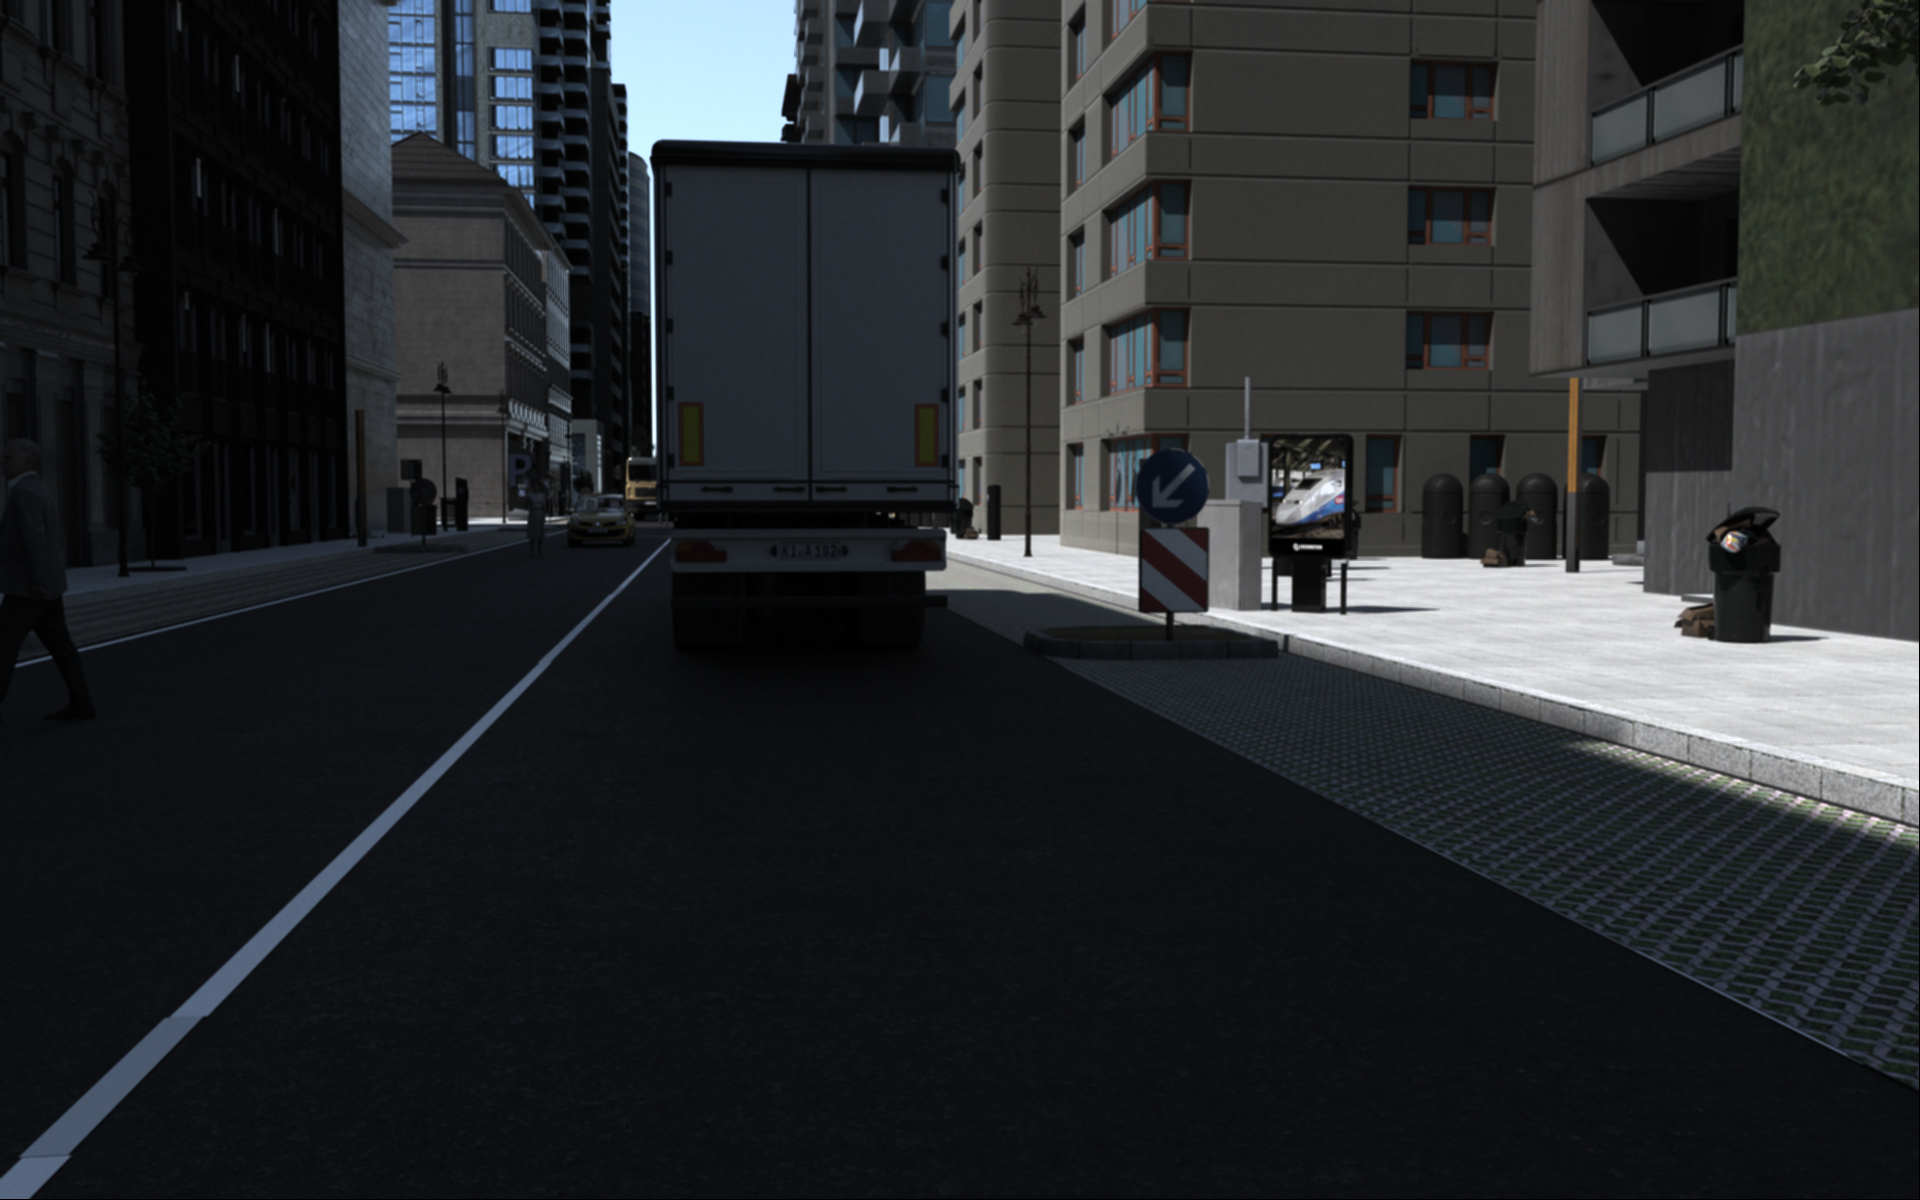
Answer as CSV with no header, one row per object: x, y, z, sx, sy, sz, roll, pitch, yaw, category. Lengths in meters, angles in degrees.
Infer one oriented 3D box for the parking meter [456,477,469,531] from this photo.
-17.289,-3.331,60.179,0.399,1.863,0.255,0,4,-6,parking meter

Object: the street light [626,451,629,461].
-35.169,-12.905,183.791,0.468,5.910,1.993,0,4,-8,street light

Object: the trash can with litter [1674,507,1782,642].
6.706,-0.237,15.269,0.624,1.170,1.055,-1,4,-13,trash can with litter

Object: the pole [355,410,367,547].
-14.554,-2.951,42.088,0.158,3.312,0.155,0,3,0,pole

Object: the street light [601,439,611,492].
-29.274,-10.382,142.531,0.468,5.910,1.993,0,4,-8,street light

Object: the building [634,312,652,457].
-55.266,-30.424,269.138,14.160,30.474,14.107,0,4,-8,building

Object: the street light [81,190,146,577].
-13.010,-3.302,26.770,0.468,5.910,1.993,0,4,-8,street light

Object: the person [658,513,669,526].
-13.178,-4.182,77.053,0.661,1.801,0.590,-2,4,-27,person

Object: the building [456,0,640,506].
-56.659,-56.992,244.498,22.319,86.520,31.000,0,4,-8,building

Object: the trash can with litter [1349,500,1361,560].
7.290,-1.374,33.845,1.055,1.170,0.624,2,4,33,trash can with litter

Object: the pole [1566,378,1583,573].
10.016,-2.102,28.217,0.158,3.312,0.155,0,3,0,pole

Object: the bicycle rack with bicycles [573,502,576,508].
-31.589,-7.784,140.652,2.852,0.926,2.925,1,4,14,bicycle rack with bicycles

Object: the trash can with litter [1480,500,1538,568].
9.655,-1.169,30.500,1.055,1.170,0.624,-3,5,-44,trash can with litter

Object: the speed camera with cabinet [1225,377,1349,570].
5.575,-2.151,29.509,2.038,3.252,0.660,0,4,4,speed camera with cabinet

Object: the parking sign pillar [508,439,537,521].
-21.154,-5.827,83.741,1.447,3.967,1.447,0,4,-3,parking sign pillar

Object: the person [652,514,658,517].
-19.093,-5.765,107.780,0.505,1.210,0.382,-2,4,-30,person

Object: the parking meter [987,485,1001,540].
0.949,-2.429,48.122,0.372,1.533,0.369,0,3,0,parking meter

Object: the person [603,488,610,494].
-23.159,-6.406,113.148,0.836,1.842,0.656,3,4,38,person

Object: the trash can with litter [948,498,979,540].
0.245,-2.315,49.236,0.624,1.170,1.055,-2,4,-26,trash can with litter

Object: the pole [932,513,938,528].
-0.858,-4.036,59.839,0.158,3.312,0.155,0,3,0,pole

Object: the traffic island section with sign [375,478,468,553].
-13.221,-2.080,42.637,1.989,1.847,2.006,0,4,-8,traffic island section with sign

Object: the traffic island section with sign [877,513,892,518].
-2.202,-2.105,43.045,1.989,1.847,2.006,0,4,-8,traffic island section with sign

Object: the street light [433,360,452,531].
-17.882,-5.335,60.007,0.468,5.910,1.993,0,4,-8,street light

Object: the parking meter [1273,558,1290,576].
5.090,-1.143,27.101,0.372,1.533,0.369,0,3,0,parking meter

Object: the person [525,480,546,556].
-9.874,-1.911,40.313,0.480,1.755,0.524,-1,4,-23,person

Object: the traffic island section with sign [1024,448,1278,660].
1.638,-0.440,15.815,1.989,1.847,2.006,0,4,-8,traffic island section with sign

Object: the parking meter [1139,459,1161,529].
3.156,-1.408,28.733,0.255,1.863,0.399,2,4,32,parking meter

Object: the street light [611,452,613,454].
-30.458,-10.878,150.646,0.468,5.910,1.993,0,4,-8,street light

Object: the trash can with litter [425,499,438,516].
-22.991,-3.855,74.413,1.055,1.170,0.624,-1,4,-18,trash can with litter

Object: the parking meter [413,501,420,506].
-19.204,-3.224,61.125,0.372,1.533,0.369,0,3,0,parking meter

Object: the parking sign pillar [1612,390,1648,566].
12.550,-2.612,31.172,1.447,3.967,1.447,2,4,30,parking sign pillar

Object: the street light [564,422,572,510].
-24.569,-8.318,108.792,0.468,5.910,1.993,0,4,-8,street light

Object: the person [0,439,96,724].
-5.888,-0.117,10.815,0.834,1.777,0.661,-2,4,-29,person

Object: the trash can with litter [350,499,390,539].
-17.322,-2.417,50.568,1.678,1.210,2.233,0,4,-6,trash can with litter

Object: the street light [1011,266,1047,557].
1.396,-3.827,35.359,0.468,5.910,1.993,0,4,-8,street light

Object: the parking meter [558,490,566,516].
-26.583,-6.579,115.978,0.372,1.533,0.369,0,3,0,parking meter

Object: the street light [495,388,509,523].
-19.971,-6.295,75.719,0.468,5.910,1.993,0,4,-8,street light

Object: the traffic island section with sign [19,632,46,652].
-9.454,-0.446,15.913,1.989,1.847,2.006,0,4,-8,traffic island section with sign

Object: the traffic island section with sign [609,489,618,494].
-24.598,-7.010,123.246,1.989,1.847,2.006,0,4,-8,traffic island section with sign

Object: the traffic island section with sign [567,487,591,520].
-20.792,-5.363,96.311,1.989,1.847,2.006,0,4,-8,traffic island section with sign
